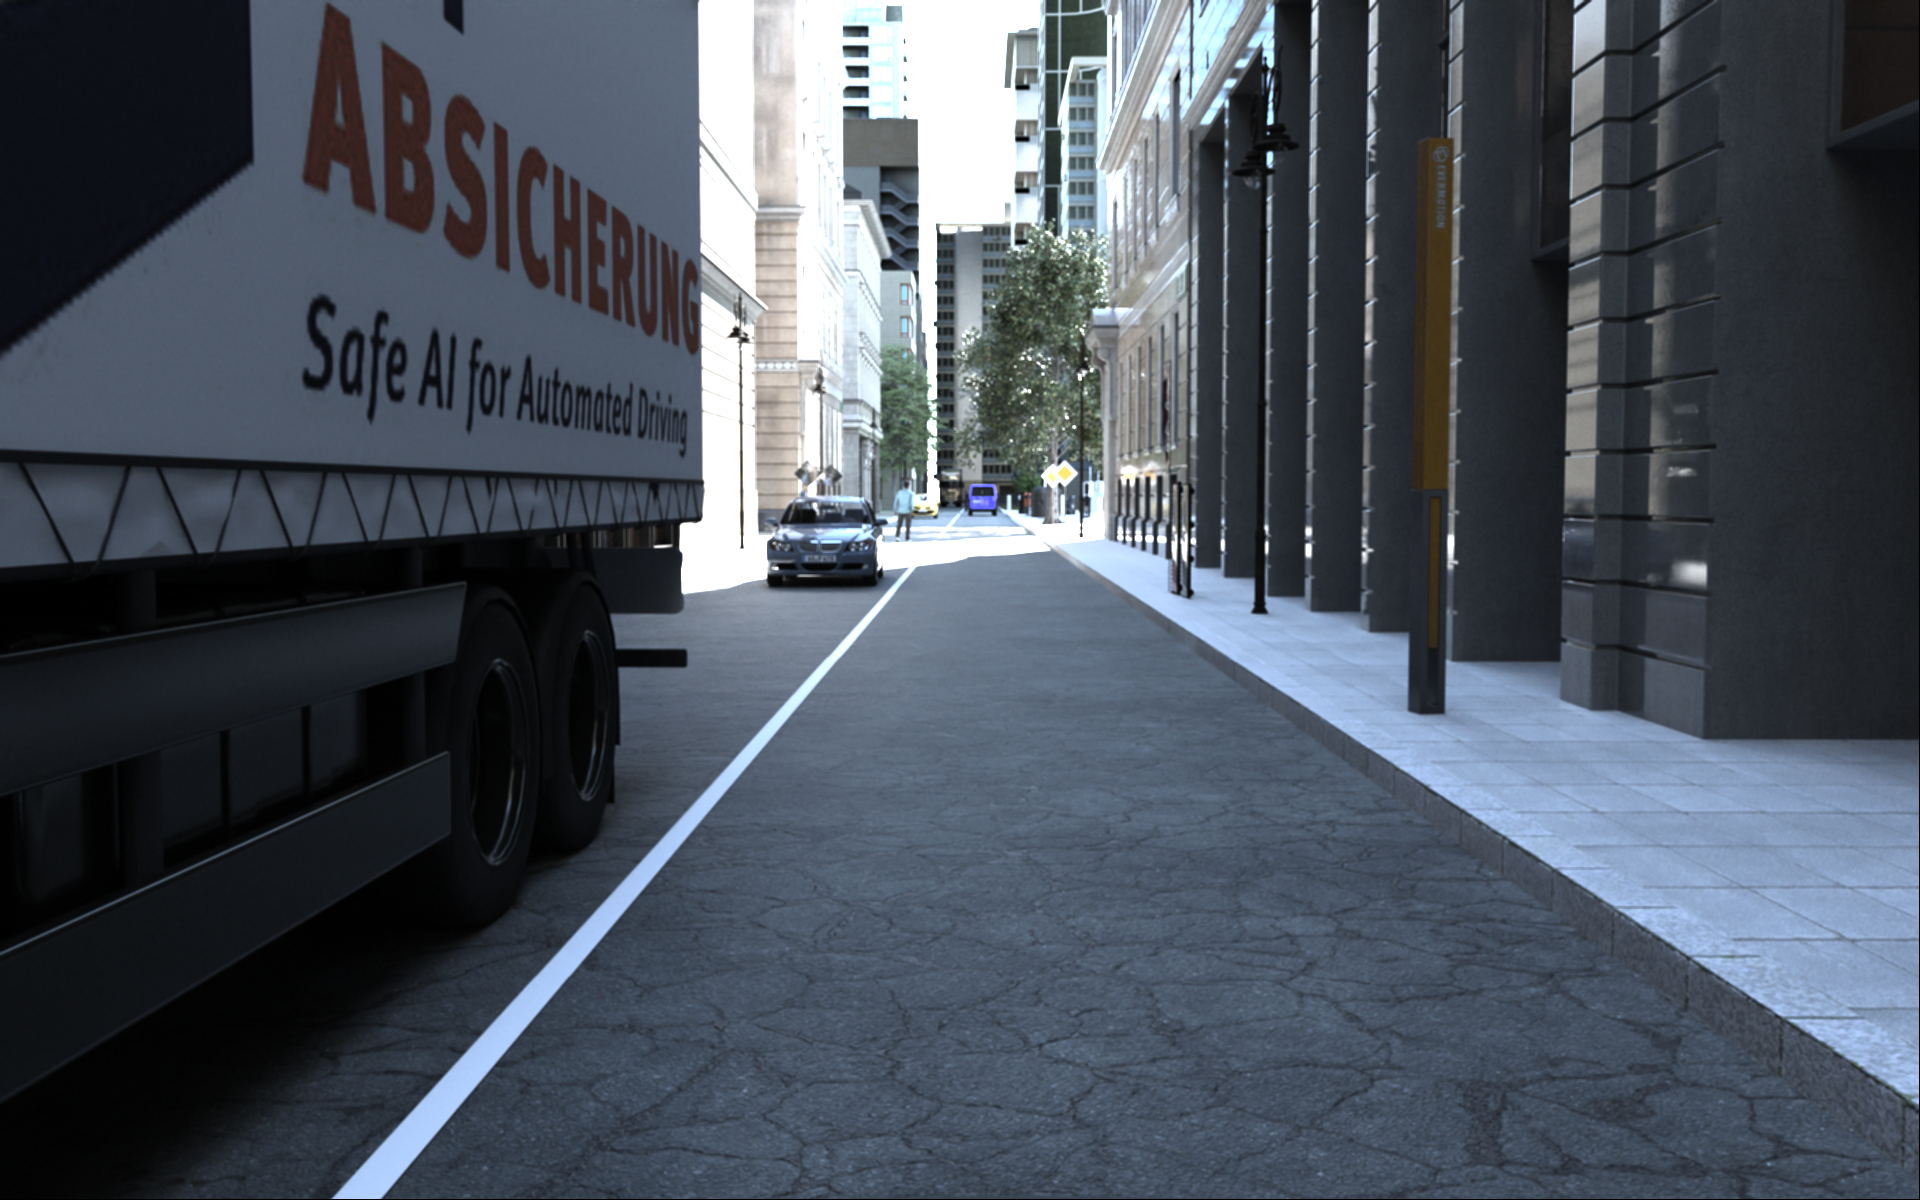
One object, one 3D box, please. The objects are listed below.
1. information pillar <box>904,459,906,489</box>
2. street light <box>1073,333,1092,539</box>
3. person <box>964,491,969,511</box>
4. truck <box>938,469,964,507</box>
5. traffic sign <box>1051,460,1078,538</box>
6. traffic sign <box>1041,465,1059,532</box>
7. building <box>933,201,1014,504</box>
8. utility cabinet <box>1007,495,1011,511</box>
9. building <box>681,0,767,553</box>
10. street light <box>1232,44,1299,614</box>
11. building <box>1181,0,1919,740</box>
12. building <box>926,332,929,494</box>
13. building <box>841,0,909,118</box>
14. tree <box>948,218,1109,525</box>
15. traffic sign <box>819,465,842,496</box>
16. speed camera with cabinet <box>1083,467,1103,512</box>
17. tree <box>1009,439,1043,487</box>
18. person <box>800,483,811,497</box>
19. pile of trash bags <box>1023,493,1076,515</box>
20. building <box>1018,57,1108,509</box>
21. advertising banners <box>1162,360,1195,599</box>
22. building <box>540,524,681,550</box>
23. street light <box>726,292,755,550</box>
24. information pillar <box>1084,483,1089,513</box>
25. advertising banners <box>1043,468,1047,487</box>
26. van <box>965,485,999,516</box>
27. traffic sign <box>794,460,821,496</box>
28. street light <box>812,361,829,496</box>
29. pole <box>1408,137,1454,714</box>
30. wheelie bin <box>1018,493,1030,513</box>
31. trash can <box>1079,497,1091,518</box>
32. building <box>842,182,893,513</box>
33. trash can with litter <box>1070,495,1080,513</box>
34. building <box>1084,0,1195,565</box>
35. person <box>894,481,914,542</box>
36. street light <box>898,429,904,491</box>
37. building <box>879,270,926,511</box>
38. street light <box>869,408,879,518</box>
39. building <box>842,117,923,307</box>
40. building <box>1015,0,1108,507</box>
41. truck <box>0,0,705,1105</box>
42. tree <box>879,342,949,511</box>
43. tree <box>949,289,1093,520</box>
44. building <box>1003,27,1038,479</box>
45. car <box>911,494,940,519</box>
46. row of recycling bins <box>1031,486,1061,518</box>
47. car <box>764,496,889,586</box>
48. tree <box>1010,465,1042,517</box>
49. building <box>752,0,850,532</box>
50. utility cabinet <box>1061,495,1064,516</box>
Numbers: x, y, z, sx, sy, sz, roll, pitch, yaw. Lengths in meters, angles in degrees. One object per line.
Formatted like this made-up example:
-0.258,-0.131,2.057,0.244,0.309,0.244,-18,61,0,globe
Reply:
-3.691,-7.660,116.590,0.183,3.616,0.504,0,4,6,information pillar
3.506,-4.715,49.879,0.468,5.910,1.993,0,4,1,street light
0.648,-8.648,150.693,0.445,1.727,0.742,-3,5,-44,person
-0.992,-12.521,193.634,2.839,4.237,11.283,0,3,0,truck
3.071,-2.886,50.826,0.795,2.450,0.064,0,4,1,traffic sign
3.150,-3.374,58.811,0.795,2.450,0.064,0,4,1,traffic sign
8.450,-33.045,232.166,23.993,40.220,32.217,0,4,1,building
3.773,-7.471,133.317,0.306,1.237,1.020,0,4,-1,utility cabinet
-20.183,-12.794,42.469,30.059,22.955,16.112,0,4,1,building
3.222,-2.792,18.443,0.468,5.910,1.993,0,4,1,street light
9.332,-14.543,15.276,11.434,29.767,29.804,0,4,1,building
-17.428,-20.401,178.599,27.650,21.520,28.899,0,4,1,building
-19.823,-55.940,227.282,31.000,86.520,22.319,0,4,1,building
3.992,-9.484,72.065,9.611,12.733,9.660,0,3,0,tree
-4.394,-3.380,58.906,0.795,2.450,0.064,0,4,1,traffic sign
9.648,-8.069,126.263,0.660,3.252,2.038,2,4,33,speed camera with cabinet
5.038,-11.285,134.865,4.360,8.622,3.978,0,3,0,tree
-5.024,-2.918,56.236,0.581,1.822,0.654,-2,4,-28,person
5.527,-5.923,106.596,3.447,1.369,1.912,1,4,19,pile of trash bags
21.276,-27.931,148.549,32.217,40.220,23.993,0,4,1,building
2.768,-1.585,22.099,0.090,3.025,2.074,0,4,-2,advertising banners
-11.420,-11.866,23.686,12.332,23.373,15.834,0,4,1,building
-5.035,-4.102,39.853,0.468,5.910,1.993,0,4,1,street light
8.468,-6.813,115.881,0.304,2.012,0.304,0,4,-6,information pillar
6.080,-7.360,116.522,0.090,3.025,2.074,2,4,30,advertising banners
1.494,-6.815,115.814,2.240,2.365,5.245,0,3,0,van
-4.473,-2.892,50.921,0.795,2.450,0.064,0,4,1,traffic sign
-4.810,-5.340,60.092,0.468,5.910,1.993,0,4,1,street light
2.738,-0.992,10.067,0.158,3.312,0.155,0,3,0,pole
4.250,-6.439,113.183,0.980,1.594,0.693,-3,5,-44,wheelie bin
6.697,-4.956,92.684,0.748,1.137,0.748,0,3,0,trash can
-10.053,-15.135,98.368,10.553,20.767,40.483,0,4,1,building
8.102,-6.707,120.721,1.678,1.210,2.233,2,4,30,trash can with litter
10.337,-15.554,40.213,13.634,28.700,20.117,0,4,1,building
-1.675,-2.616,51.291,0.660,1.820,0.620,1,4,17,person
-4.222,-9.200,123.199,0.468,5.910,1.993,0,4,1,street light
-17.392,-18.577,148.765,27.650,21.520,28.899,0,4,1,building
-4.545,-7.262,91.529,0.468,5.910,1.993,0,4,1,street light
-11.623,-33.782,202.442,14.200,45.320,14.600,0,4,1,building
16.018,-44.781,170.414,20.563,71.187,20.611,0,4,1,building
-2.756,-0.903,3.675,2.839,4.237,11.283,0,4,2,truck
-4.540,-12.953,129.911,7.486,12.596,7.792,0,3,0,tree
4.356,-10.821,87.286,12.009,13.543,11.850,0,3,0,tree
19.357,-37.047,194.953,28.713,52.752,27.495,0,4,1,building
-2.166,-5.648,102.575,2.015,1.641,3.980,0,4,0,car
4.714,-5.385,95.153,1.069,1.692,3.534,1,4,20,row of recycling bins
-2.173,-1.018,28.640,2.014,1.417,4.499,0,4,-1,car
3.963,-7.081,110.379,1.663,3.219,1.824,0,3,0,tree
-11.518,-17.247,67.895,13.634,28.700,20.117,0,4,1,building
5.713,-5.581,102.404,0.306,1.237,1.020,3,5,43,utility cabinet
